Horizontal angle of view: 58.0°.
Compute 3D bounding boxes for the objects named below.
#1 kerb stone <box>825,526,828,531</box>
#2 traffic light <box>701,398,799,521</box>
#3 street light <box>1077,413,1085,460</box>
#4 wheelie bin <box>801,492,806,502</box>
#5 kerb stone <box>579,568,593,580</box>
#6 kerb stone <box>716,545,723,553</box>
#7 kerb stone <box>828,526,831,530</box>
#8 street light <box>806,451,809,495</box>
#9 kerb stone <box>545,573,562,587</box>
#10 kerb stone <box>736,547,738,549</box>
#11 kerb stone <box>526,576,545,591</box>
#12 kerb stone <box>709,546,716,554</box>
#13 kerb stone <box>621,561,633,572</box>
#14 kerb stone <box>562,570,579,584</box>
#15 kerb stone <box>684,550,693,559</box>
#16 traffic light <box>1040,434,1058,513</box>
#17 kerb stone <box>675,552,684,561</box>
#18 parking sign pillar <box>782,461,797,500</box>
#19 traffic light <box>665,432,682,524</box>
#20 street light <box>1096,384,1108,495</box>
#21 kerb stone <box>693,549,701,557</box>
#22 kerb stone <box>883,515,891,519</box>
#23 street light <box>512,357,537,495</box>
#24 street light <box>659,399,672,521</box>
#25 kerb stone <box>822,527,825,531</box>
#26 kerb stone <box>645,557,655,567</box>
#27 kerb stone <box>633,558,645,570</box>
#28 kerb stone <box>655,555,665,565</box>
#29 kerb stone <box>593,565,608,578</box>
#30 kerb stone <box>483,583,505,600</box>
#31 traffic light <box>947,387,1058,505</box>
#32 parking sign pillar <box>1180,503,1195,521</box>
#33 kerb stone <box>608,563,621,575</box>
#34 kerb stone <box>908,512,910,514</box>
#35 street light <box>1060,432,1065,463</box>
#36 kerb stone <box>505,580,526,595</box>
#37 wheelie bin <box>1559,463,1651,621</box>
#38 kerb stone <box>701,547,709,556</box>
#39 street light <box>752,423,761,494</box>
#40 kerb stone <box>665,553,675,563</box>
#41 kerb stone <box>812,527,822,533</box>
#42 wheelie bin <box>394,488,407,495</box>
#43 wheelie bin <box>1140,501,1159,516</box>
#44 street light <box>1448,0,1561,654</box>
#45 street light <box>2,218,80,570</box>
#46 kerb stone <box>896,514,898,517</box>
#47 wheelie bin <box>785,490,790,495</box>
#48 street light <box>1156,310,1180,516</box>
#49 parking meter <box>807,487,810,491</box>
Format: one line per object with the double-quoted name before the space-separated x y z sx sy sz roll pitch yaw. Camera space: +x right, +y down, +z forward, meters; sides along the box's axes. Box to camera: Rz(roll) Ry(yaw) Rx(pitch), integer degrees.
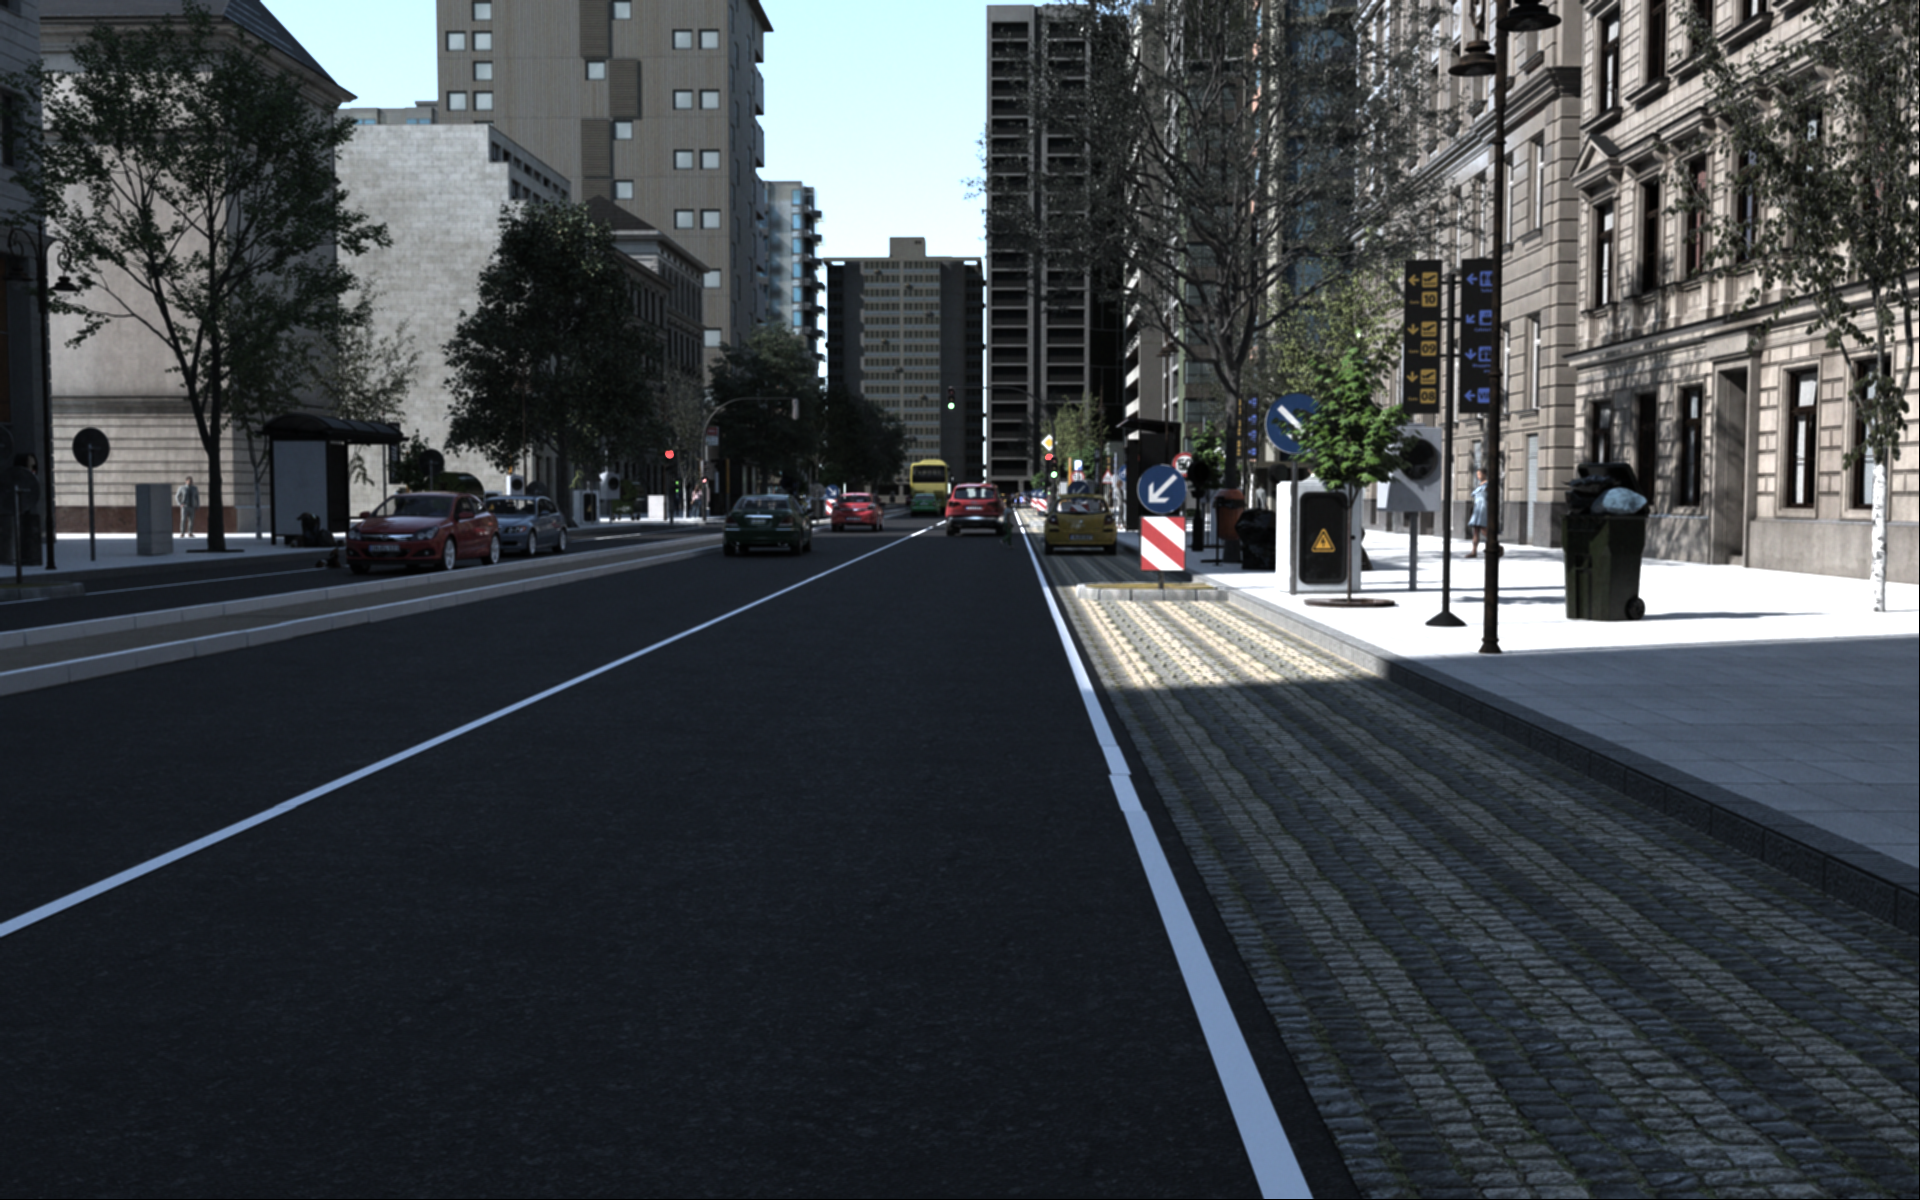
"kerb stone" -5.311 -2.737 66.951 0.120 0.150 1.000 0 4 2
"traffic light" -9.990 -6.556 81.855 4.771 5.953 1.251 0 4 2
"street light" 6.754 -7.594 96.943 0.468 5.910 1.993 0 4 2
"wheelie bin" -14.064 -9.080 156.362 0.693 1.594 0.980 -2 4 -31
"kerb stone" -6.373 -0.419 29.042 0.120 0.150 1.000 0 4 2
"kerb stone" -6.003 -1.232 42.363 0.120 0.150 1.000 0 4 2
"kerb stone" -5.285 -2.800 67.975 0.120 0.150 1.000 0 4 2
"street light" -12.508 -10.377 142.455 0.468 5.910 1.993 0 4 2
"kerb stone" -6.425 -0.292 26.967 0.120 0.150 1.000 0 4 2
"kerb stone" -5.888 -1.480 46.462 0.120 0.150 1.000 0 4 2
"kerb stone" -6.452 -0.229 25.940 0.120 0.150 1.000 0 4 2
"kerb stone" -6.026 -1.171 41.341 0.120 0.150 1.000 0 4 2
"kerb stone" -6.279 -0.607 32.115 0.120 0.150 1.000 0 4 2
"kerb stone" -6.394 -0.355 28.007 0.120 0.150 1.000 0 4 2
"kerb stone" -6.116 -0.984 38.276 0.120 0.150 1.000 0 4 2
"traffic light" 4.172 -5.659 81.443 0.839 4.253 0.868 0 4 2
"kerb stone" -6.137 -0.920 37.251 0.120 0.150 1.000 0 4 2
"parking sign pillar" -13.111 -8.840 133.002 1.447 3.967 1.447 3 5 42
"traffic light" -12.306 -5.197 73.896 0.839 4.253 0.868 0 4 2
"street light" 5.954 -6.132 73.041 0.468 5.910 1.993 0 4 2
"kerb stone" -6.081 -1.043 39.298 0.120 0.150 1.000 0 4 2
"kerb stone" -4.329 -4.890 102.315 0.120 0.150 1.000 0 4 2
"street light" -14.741 -5.253 58.674 0.468 5.910 1.993 0 4 2
"street light" -14.097 -6.719 82.647 0.468 5.910 1.993 0 4 2
"kerb stone" -5.339 -2.675 65.924 0.120 0.150 1.000 0 4 2
"kerb stone" -6.229 -0.733 34.173 0.120 0.150 1.000 0 4 2
"kerb stone" -6.250 -0.668 33.137 0.120 0.150 1.000 0 4 2
"kerb stone" -6.199 -0.795 35.196 0.120 0.150 1.000 0 4 2
"kerb stone" -6.336 -0.481 30.064 0.120 0.150 1.000 0 4 2
"kerb stone" -6.513 -0.102 23.890 0.120 0.150 1.000 0 4 2
"traffic light" 1.856 -6.037 73.378 4.771 5.953 1.251 0 4 2
"parking sign pillar" 10.493 -5.750 82.482 1.447 3.967 1.447 1 4 15
"kerb stone" -6.308 -0.543 31.094 0.120 0.150 1.000 0 4 2
"kerb stone" -3.781 -6.092 121.795 0.120 0.150 1.000 0 4 2
"street light" 7.499 -9.389 126.290 0.468 5.910 1.993 0 4 2
"kerb stone" -6.483 -0.165 24.912 0.120 0.150 1.000 0 4 2
"wheelie bin" 6.570 -0.597 17.662 0.693 1.594 0.980 -2 4 -30
"kerb stone" -6.056 -1.108 40.319 0.120 0.150 1.000 0 4 2
"street light" -13.218 -8.560 112.750 0.468 5.910 1.993 0 4 2
"kerb stone" -6.173 -0.857 36.227 0.120 0.150 1.000 0 4 2
"kerb stone" -5.367 -2.612 64.899 0.120 0.150 1.000 0 4 2
"wheelie bin" -26.872 -4.625 83.521 0.693 1.594 0.980 1 4 13
"wheelie bin" 5.786 -2.680 51.721 0.693 1.594 0.980 1 4 22
"street light" 4.285 -2.509 13.818 0.468 5.910 1.993 0 4 2
"street light" -15.488 -3.458 29.327 0.468 5.910 1.993 0 4 2
"kerb stone" -4.159 -5.276 108.460 0.120 0.150 1.000 0 4 2
"wheelie bin" -12.767 -7.240 126.286 0.693 1.594 0.980 1 4 21
"street light" 5.223 -4.335 43.672 0.468 5.910 1.993 0 4 2
"parking meter" -13.143 -8.832 150.115 0.399 1.863 0.255 2 4 33
